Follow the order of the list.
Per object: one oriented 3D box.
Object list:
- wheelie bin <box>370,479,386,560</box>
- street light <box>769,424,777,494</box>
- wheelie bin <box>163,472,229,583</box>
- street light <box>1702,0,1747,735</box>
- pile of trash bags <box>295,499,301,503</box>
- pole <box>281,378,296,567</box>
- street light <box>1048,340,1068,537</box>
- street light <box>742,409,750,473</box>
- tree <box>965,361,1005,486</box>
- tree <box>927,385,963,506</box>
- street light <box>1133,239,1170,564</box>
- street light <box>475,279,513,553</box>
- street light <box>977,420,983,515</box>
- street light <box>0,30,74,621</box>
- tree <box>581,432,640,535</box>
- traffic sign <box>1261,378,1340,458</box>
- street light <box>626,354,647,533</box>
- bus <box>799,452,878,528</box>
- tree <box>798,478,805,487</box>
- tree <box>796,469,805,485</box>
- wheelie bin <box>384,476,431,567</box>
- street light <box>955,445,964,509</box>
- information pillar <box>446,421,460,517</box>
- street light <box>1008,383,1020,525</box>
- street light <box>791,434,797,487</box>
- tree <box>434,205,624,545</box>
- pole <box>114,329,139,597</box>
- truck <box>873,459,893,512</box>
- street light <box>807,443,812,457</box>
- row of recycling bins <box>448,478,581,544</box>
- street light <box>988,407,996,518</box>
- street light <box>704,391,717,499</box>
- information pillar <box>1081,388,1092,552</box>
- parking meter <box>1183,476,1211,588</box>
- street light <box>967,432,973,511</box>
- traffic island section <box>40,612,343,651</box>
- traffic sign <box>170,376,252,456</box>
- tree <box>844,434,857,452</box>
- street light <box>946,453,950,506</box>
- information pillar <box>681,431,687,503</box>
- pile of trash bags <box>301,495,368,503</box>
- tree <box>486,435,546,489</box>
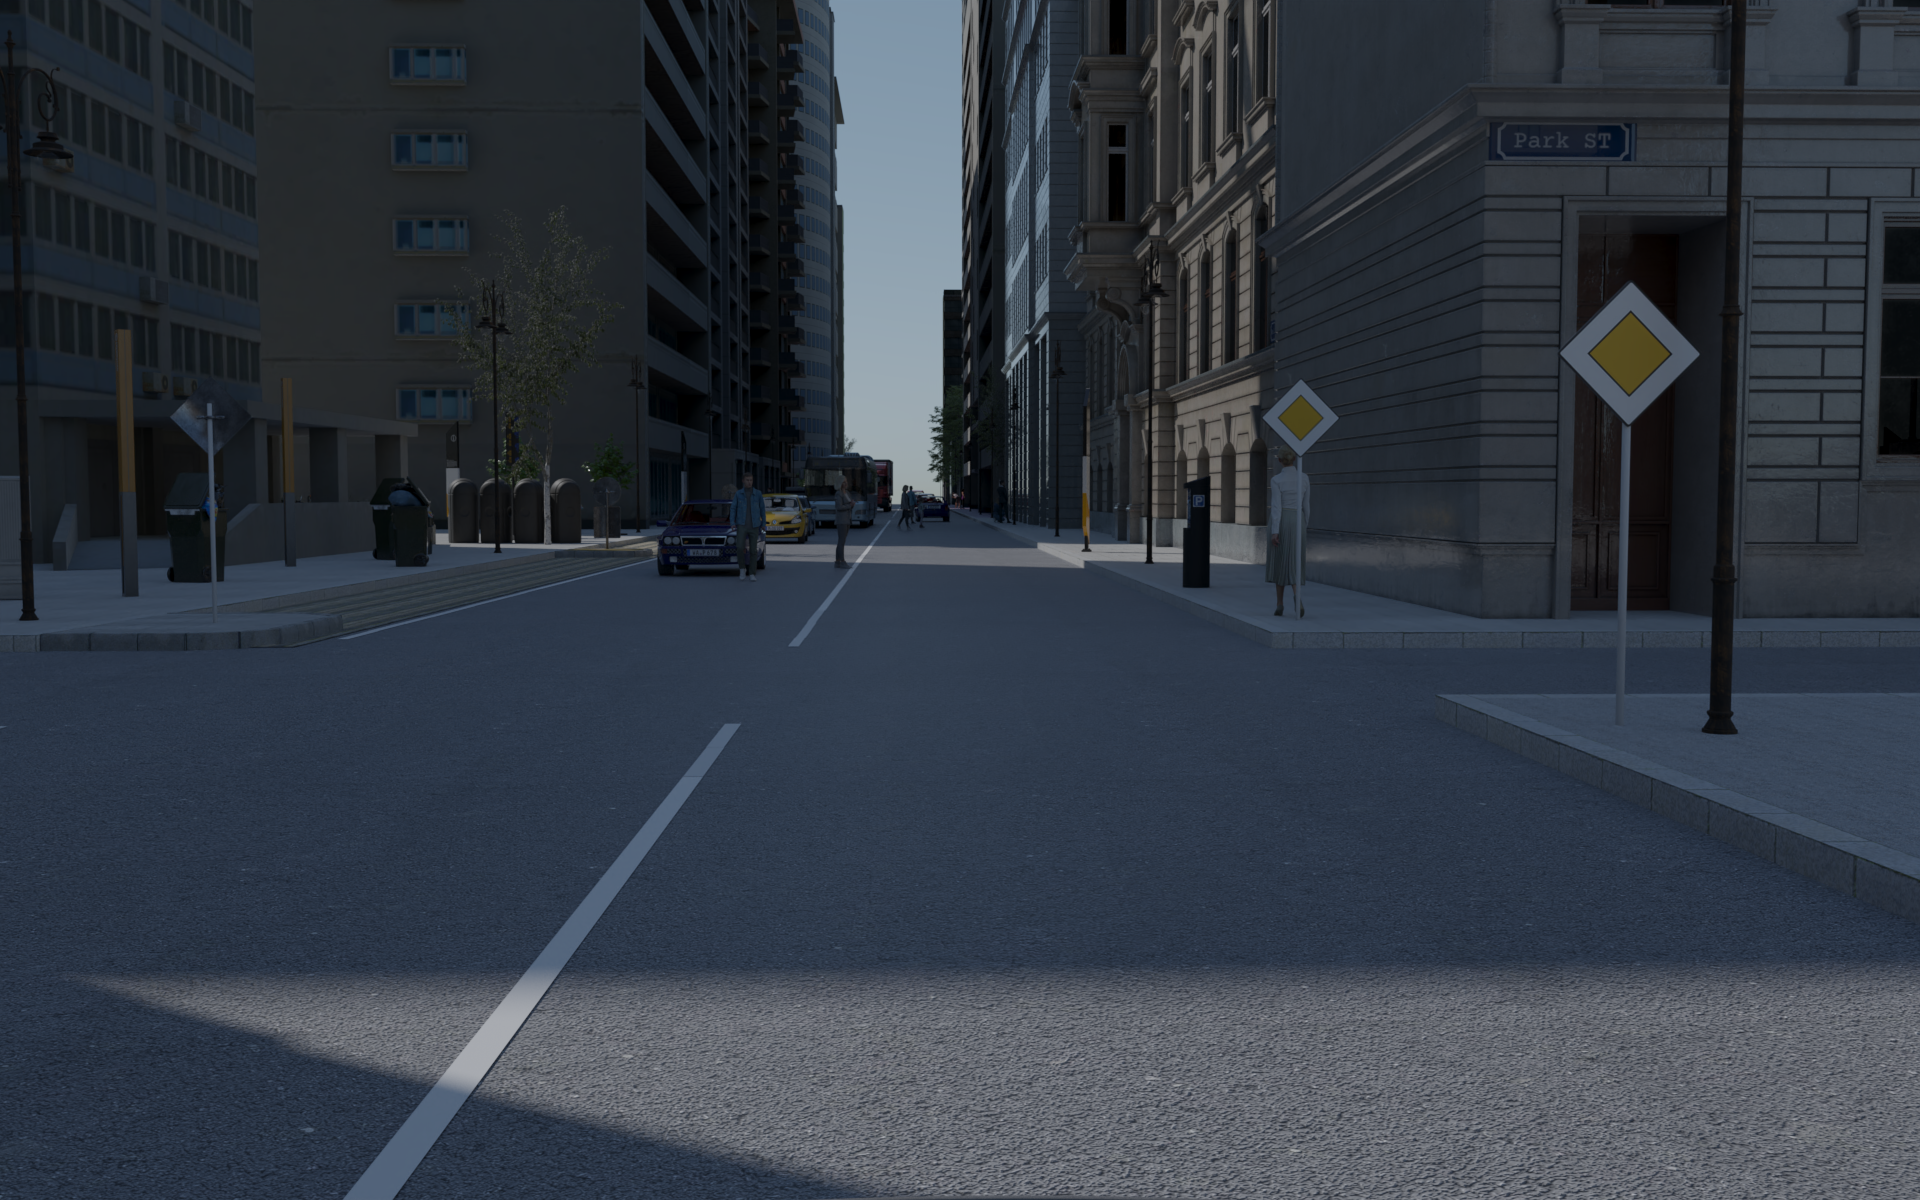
[{"bbox_3d":[-11.063,-1.585,33.830,0.980,1.594,0.693,2,4,35],"label":"wheelie bin"},{"bbox_3d":[-12.309,-8.637,114.003,0.468,5.910,1.993,0,4,-2],"label":"street light"},{"bbox_3d":[-11.138,-1.061,25.257,0.980,1.594,0.693,1,4,15],"label":"wheelie bin"},{"bbox_3d":[4.086,-2.223,9.136,0.468,5.910,1.993,0,4,-2],"label":"street light"},{"bbox_3d":[-22.007,-3.030,59.295,1.912,1.369,3.447,-1,4,-23],"label":"pile of trash bags"},{"bbox_3d":[-11.839,-2.244,30.532,0.158,3.312,0.155,0,3,0],"label":"pole"},{"bbox_3d":[2.926,-4.846,52.014,0.468,5.910,1.993,0,4,-2],"label":"street light"},{"bbox_3d":[-11.591,-7.405,93.857,0.468,5.910,1.993,0,4,-2],"label":"street light"},{"bbox_3d":[2.271,-8.872,95.421,4.360,8.622,3.978,0,3,0],"label":"tree"},{"bbox_3d":[0.256,-15.985,179.480,7.486,12.596,7.792,0,3,0],"label":"tree"},{"bbox_3d":[3.483,-3.602,31.688,0.468,5.910,1.993,0,4,-2],"label":"street light"},{"bbox_3d":[-10.053,-3.958,37.496,0.468,5.910,1.993,0,4,-2],"label":"street light"},{"bbox_3d":[1.284,-8.273,108.052,0.468,5.910,1.993,0,4,-2],"label":"street light"},{"bbox_3d":[-9.462,-2.730,17.422,0.468,5.910,1.993,0,4,-2],"label":"street light"},{"bbox_3d":[-10.772,-3.634,54.011,1.663,3.219,1.824,0,3,0],"label":"tree"},{"bbox_3d":[3.452,-0.936,17.502,0.795,2.593,0.064,0,4,-2],"label":"traffic sign"},{"bbox_3d":[-10.698,-5.177,57.425,0.468,5.910,1.993,0,4,-2],"label":"street light"},{"bbox_3d":[-5.163,-4.998,76.576,2.948,3.499,13.247,0,4,-1],"label":"bus"},{"bbox_3d":[-14.630,-10.440,165.303,1.663,3.219,1.824,0,3,0],"label":"tree"},{"bbox_3d":[-14.160,-11.276,168.082,4.285,4.588,4.351,0,3,0],"label":"tree"},{"bbox_3d":[-9.745,-1.393,30.684,0.693,1.594,0.980,-1,4,-15],"label":"wheelie bin"},{"bbox_3d":[0.083,-10.768,148.841,0.468,5.910,1.993,0,4,-2],"label":"street light"},{"bbox_3d":[-16.243,-3.925,55.523,0.504,3.616,0.183,2,4,25],"label":"information pillar"},{"bbox_3d":[2.267,-6.072,72.061,0.468,5.910,1.993,0,4,-2],"label":"street light"},{"bbox_3d":[-12.869,-9.856,133.935,0.468,5.910,1.993,0,4,-2],"label":"street light"},{"bbox_3d":[-10.671,-5.700,43.551,4.360,8.622,3.978,0,3,0],"label":"tree"},{"bbox_3d":[-10.390,-1.697,21.591,0.158,3.312,0.155,0,3,0],"label":"pole"},{"bbox_3d":[-6.879,-9.356,141.876,2.839,4.237,11.283,0,4,0],"label":"truck"},{"bbox_3d":[-13.375,-11.075,153.868,0.468,5.910,1.993,0,4,-2],"label":"street light"},{"bbox_3d":[-11.662,-2.338,45.342,3.534,1.692,1.069,0,4,2],"label":"row of recycling bins"},{"bbox_3d":[1.711,-7.306,92.247,0.468,5.910,1.993,0,4,-2],"label":"street light"},{"bbox_3d":[-11.160,-6.400,77.426,0.468,5.910,1.993,0,4,-2],"label":"street light"},{"bbox_3d":[2.793,-2.870,38.277,0.183,3.616,0.504,1,4,12],"label":"information pillar"},{"bbox_3d":[3.246,-0.939,23.759,0.372,1.533,0.369,0,3,0],"label":"parking meter"},{"bbox_3d":[0.760,-9.492,127.984,0.468,5.910,1.993,0,4,-2],"label":"street light"},{"bbox_3d":[-7.462,0.306,17.278,2.009,0.180,2.903,0,4,-2],"label":"traffic island section"},{"bbox_3d":[-7.439,-0.919,17.211,0.795,2.593,0.064,0,4,-2],"label":"traffic sign"},{"bbox_3d":[-17.681,-19.383,251.319,8.767,10.594,7.601,3,5,42],"label":"tree"},{"bbox_3d":[-1.152,-13.305,190.324,0.468,5.910,1.993,0,4,-2],"label":"street light"},{"bbox_3d":[-10.225,-4.454,64.172,0.183,3.616,0.504,0,4,5],"label":"information pillar"},{"bbox_3d":[-18.029,-2.617,52.548,1.912,1.369,3.447,1,4,12],"label":"pile of trash bags"},{"bbox_3d":[-13.064,-3.431,50.697,1.663,3.219,1.824,0,3,0],"label":"tree"}]
